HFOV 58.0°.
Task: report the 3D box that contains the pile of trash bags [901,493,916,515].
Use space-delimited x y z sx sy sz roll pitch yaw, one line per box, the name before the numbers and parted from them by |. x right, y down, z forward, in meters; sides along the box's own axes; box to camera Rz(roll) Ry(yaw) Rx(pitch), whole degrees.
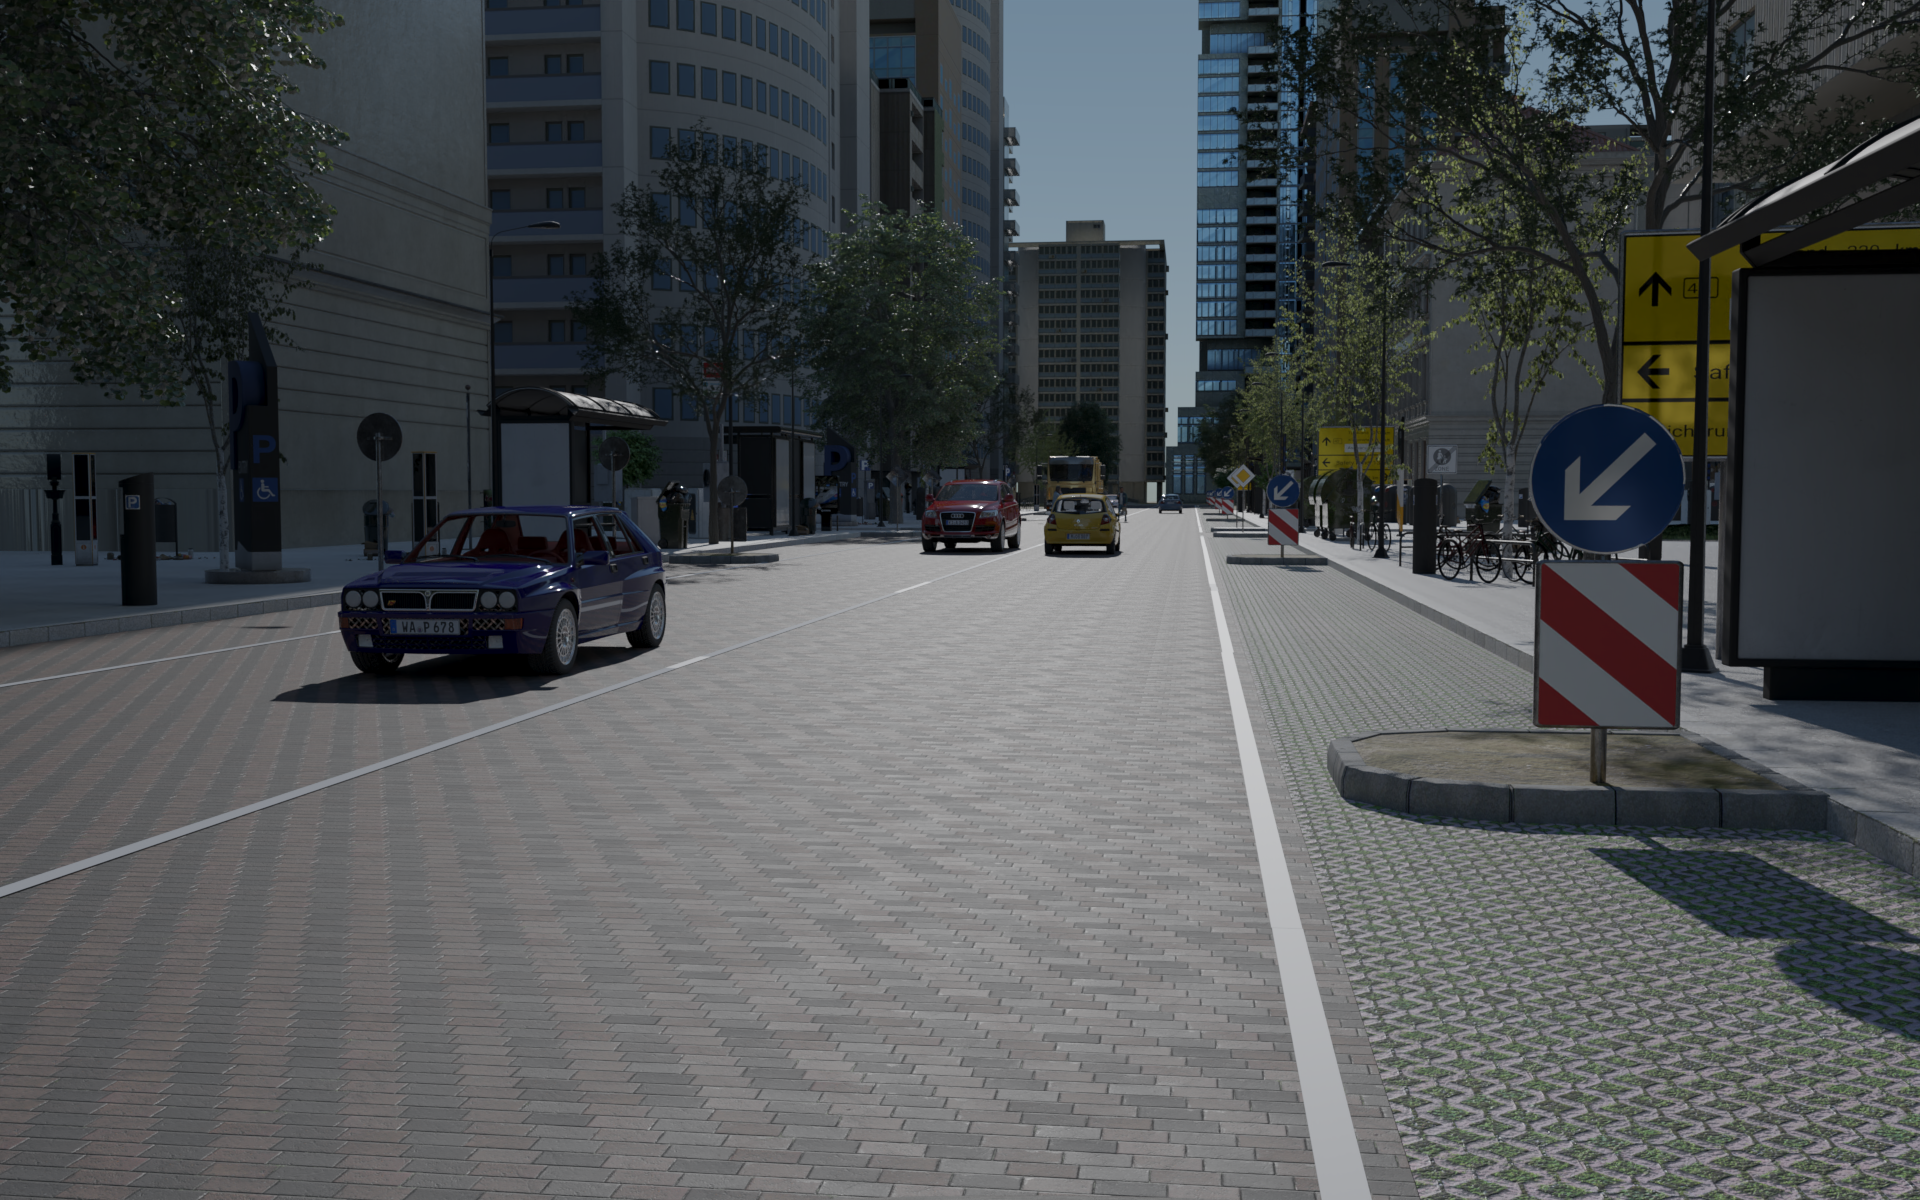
pile of trash bags | -2.517 -5.914 106.453 3.447 1.369 1.912 2 4 23

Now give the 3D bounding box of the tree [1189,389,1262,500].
tree | 32.820 -18.623 211.146 9.857 13.997 8.962 0 3 0

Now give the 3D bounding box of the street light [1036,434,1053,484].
street light | 6.515 -9.930 134.894 1.470 5.913 1.316 0 4 8

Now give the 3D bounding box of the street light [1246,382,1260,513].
street light | 12.826 -6.089 72.097 1.470 5.913 1.316 0 4 8

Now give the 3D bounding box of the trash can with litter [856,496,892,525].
trash can with litter | -3.970 -3.759 72.516 2.233 1.210 1.678 1 4 13

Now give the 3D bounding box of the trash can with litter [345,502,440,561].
trash can with litter | -10.848 -1.392 33.814 2.233 1.210 1.678 -2 4 -24

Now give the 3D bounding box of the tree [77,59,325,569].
tree | -12.674 -4.824 29.229 4.360 8.622 3.978 0 3 0

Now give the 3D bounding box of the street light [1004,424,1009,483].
street light | 3.438 -8.513 111.735 1.470 5.913 1.316 0 4 8

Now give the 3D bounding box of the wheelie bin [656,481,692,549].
wheelie bin | -6.706 -2.005 40.696 0.693 1.594 0.980 1 4 11

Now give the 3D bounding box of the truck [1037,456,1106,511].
truck | 6.085 -5.839 91.393 3.469 3.379 9.791 0 4 7

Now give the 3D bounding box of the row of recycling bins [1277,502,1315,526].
row of recycling bins | 13.795 -3.816 69.499 1.069 1.692 3.534 3 5 42

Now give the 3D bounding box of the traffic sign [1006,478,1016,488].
traffic sign | 3.536 -7.302 120.570 0.795 2.450 0.064 1 4 10

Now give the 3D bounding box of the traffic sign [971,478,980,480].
traffic sign | 1.037 -6.812 113.500 0.606 2.300 0.079 0 4 8

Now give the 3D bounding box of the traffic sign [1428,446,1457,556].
traffic sign | 10.018 -2.074 36.046 0.606 2.300 0.079 1 4 15

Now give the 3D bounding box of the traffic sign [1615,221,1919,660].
traffic sign | 6.202 -1.185 13.255 2.265 3.308 0.079 1 4 12

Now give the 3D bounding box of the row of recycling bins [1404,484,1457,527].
row of recycling bins | 18.998 -3.829 69.714 1.069 1.692 3.534 0 4 -6

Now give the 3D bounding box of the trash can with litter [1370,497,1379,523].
trash can with litter | 16.174 -3.529 69.079 1.055 1.170 0.624 -1 4 -18

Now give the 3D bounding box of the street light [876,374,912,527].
street light | -2.534 -5.794 67.268 1.470 5.913 1.316 0 4 8

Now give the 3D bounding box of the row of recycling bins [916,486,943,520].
row of recycling bins | -1.169 -4.877 86.854 1.069 1.692 3.534 2 4 24

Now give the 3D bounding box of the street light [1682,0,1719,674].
street light | 4.783 -2.440 12.439 1.470 5.913 1.316 0 4 8

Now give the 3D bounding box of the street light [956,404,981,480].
street light | 0.386 -7.154 89.510 1.470 5.913 1.316 0 4 8

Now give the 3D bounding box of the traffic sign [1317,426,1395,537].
traffic sign | 11.825 -3.542 51.786 2.265 3.308 0.079 1 4 11

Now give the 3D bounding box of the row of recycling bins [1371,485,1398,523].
row of recycling bins | 19.348 -4.355 78.322 1.069 1.692 3.534 -1 4 -21

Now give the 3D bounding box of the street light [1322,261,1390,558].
street light | 7.914 -3.799 34.653 1.470 5.913 1.316 0 4 8

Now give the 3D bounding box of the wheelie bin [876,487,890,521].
wheelie bin | -3.578 -4.559 82.454 0.693 1.594 0.980 2 4 31

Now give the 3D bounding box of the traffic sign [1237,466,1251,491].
traffic sign | 20.895 -7.921 123.378 2.265 3.308 0.079 1 4 16

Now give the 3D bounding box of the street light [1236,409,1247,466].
street light | 16.021 -7.488 94.969 1.470 5.913 1.316 0 4 8

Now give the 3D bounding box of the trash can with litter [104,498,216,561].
trash can with litter | -15.929 -1.395 33.865 2.233 1.210 1.678 0 4 -2

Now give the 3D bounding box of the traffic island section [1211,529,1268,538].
traffic island section | 9.467 -2.175 57.845 2.009 0.180 2.903 0 4 8

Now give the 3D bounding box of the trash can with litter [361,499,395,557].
trash can with litter | -12.092 -1.503 35.960 0.624 1.170 1.055 -1 4 -13

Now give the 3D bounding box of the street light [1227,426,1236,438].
street light | 19.063 -8.878 117.689 1.470 5.913 1.316 0 4 8

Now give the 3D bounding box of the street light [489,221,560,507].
street light | -7.492 -3.497 29.711 1.470 5.913 1.316 0 4 8

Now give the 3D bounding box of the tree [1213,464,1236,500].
tree | 29.099 -12.523 188.465 4.285 4.588 4.351 0 3 0

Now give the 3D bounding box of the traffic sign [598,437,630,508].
traffic sign | -7.667 -2.339 38.350 0.768 2.556 0.104 1 4 16

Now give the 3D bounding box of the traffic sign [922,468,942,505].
traffic sign | -1.082 -3.891 67.256 0.795 2.450 0.064 0 4 8

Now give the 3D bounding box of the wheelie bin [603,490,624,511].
wheelie bin | -12.092 -3.185 59.986 0.980 1.594 0.693 1 4 18

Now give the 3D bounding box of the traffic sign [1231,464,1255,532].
traffic sign | 9.442 -3.311 57.770 0.795 2.450 0.064 0 4 8

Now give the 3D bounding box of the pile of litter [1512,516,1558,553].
pile of litter | 12.724 -1.517 38.773 1.719 0.858 1.176 -2 4 -35

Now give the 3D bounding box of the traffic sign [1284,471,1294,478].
traffic sign | 13.995 -4.409 74.212 0.606 2.300 0.079 1 4 12

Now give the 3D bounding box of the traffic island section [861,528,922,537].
traffic island section | -2.170 -2.271 59.407 2.009 0.180 2.903 0 4 8

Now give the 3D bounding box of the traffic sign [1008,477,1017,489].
traffic sign | 3.773 -7.716 126.257 0.768 2.556 0.104 1 4 13

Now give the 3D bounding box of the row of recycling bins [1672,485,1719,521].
row of recycling bins | 35.804 -4.663 83.350 3.534 1.692 1.069 1 4 15

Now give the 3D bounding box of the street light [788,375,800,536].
street light | -4.533 -4.889 52.475 1.470 5.913 1.316 0 4 8

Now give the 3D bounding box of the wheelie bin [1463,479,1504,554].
wheelie bin | 11.251 -1.793 37.221 0.693 1.594 0.980 0 4 -8

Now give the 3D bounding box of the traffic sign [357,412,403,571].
traffic sign | -9.067 -1.648 27.051 0.768 2.556 0.104 1 4 9

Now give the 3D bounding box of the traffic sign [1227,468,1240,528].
traffic sign | 10.505 -3.795 65.685 0.795 2.450 0.064 0 4 8

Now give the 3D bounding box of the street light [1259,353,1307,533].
street light | 10.707 -5.161 56.923 1.470 5.913 1.316 0 4 8

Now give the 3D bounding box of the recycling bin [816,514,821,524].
recycling bin | -5.834 -3.842 75.368 0.722 1.027 0.722 2 4 29

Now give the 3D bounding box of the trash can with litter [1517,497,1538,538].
trash can with litter | 17.261 -2.436 50.893 2.233 1.210 1.678 -2 4 -25

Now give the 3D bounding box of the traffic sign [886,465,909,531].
traffic sign | -2.145 -3.407 59.342 0.795 2.450 0.064 0 4 8

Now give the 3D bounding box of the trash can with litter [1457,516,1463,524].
trash can with litter | 21.284 -3.911 75.335 1.055 1.170 0.624 0 4 -6

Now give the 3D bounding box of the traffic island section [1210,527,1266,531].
traffic island section | 10.530 -2.659 65.759 2.009 0.180 2.903 0 4 8

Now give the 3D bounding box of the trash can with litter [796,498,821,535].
trash can with litter | -4.782 -2.628 54.353 0.624 1.170 1.055 1 4 10

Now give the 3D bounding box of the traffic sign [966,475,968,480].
traffic sign | 0.048 -6.022 98.568 0.768 2.556 0.104 1 4 15
